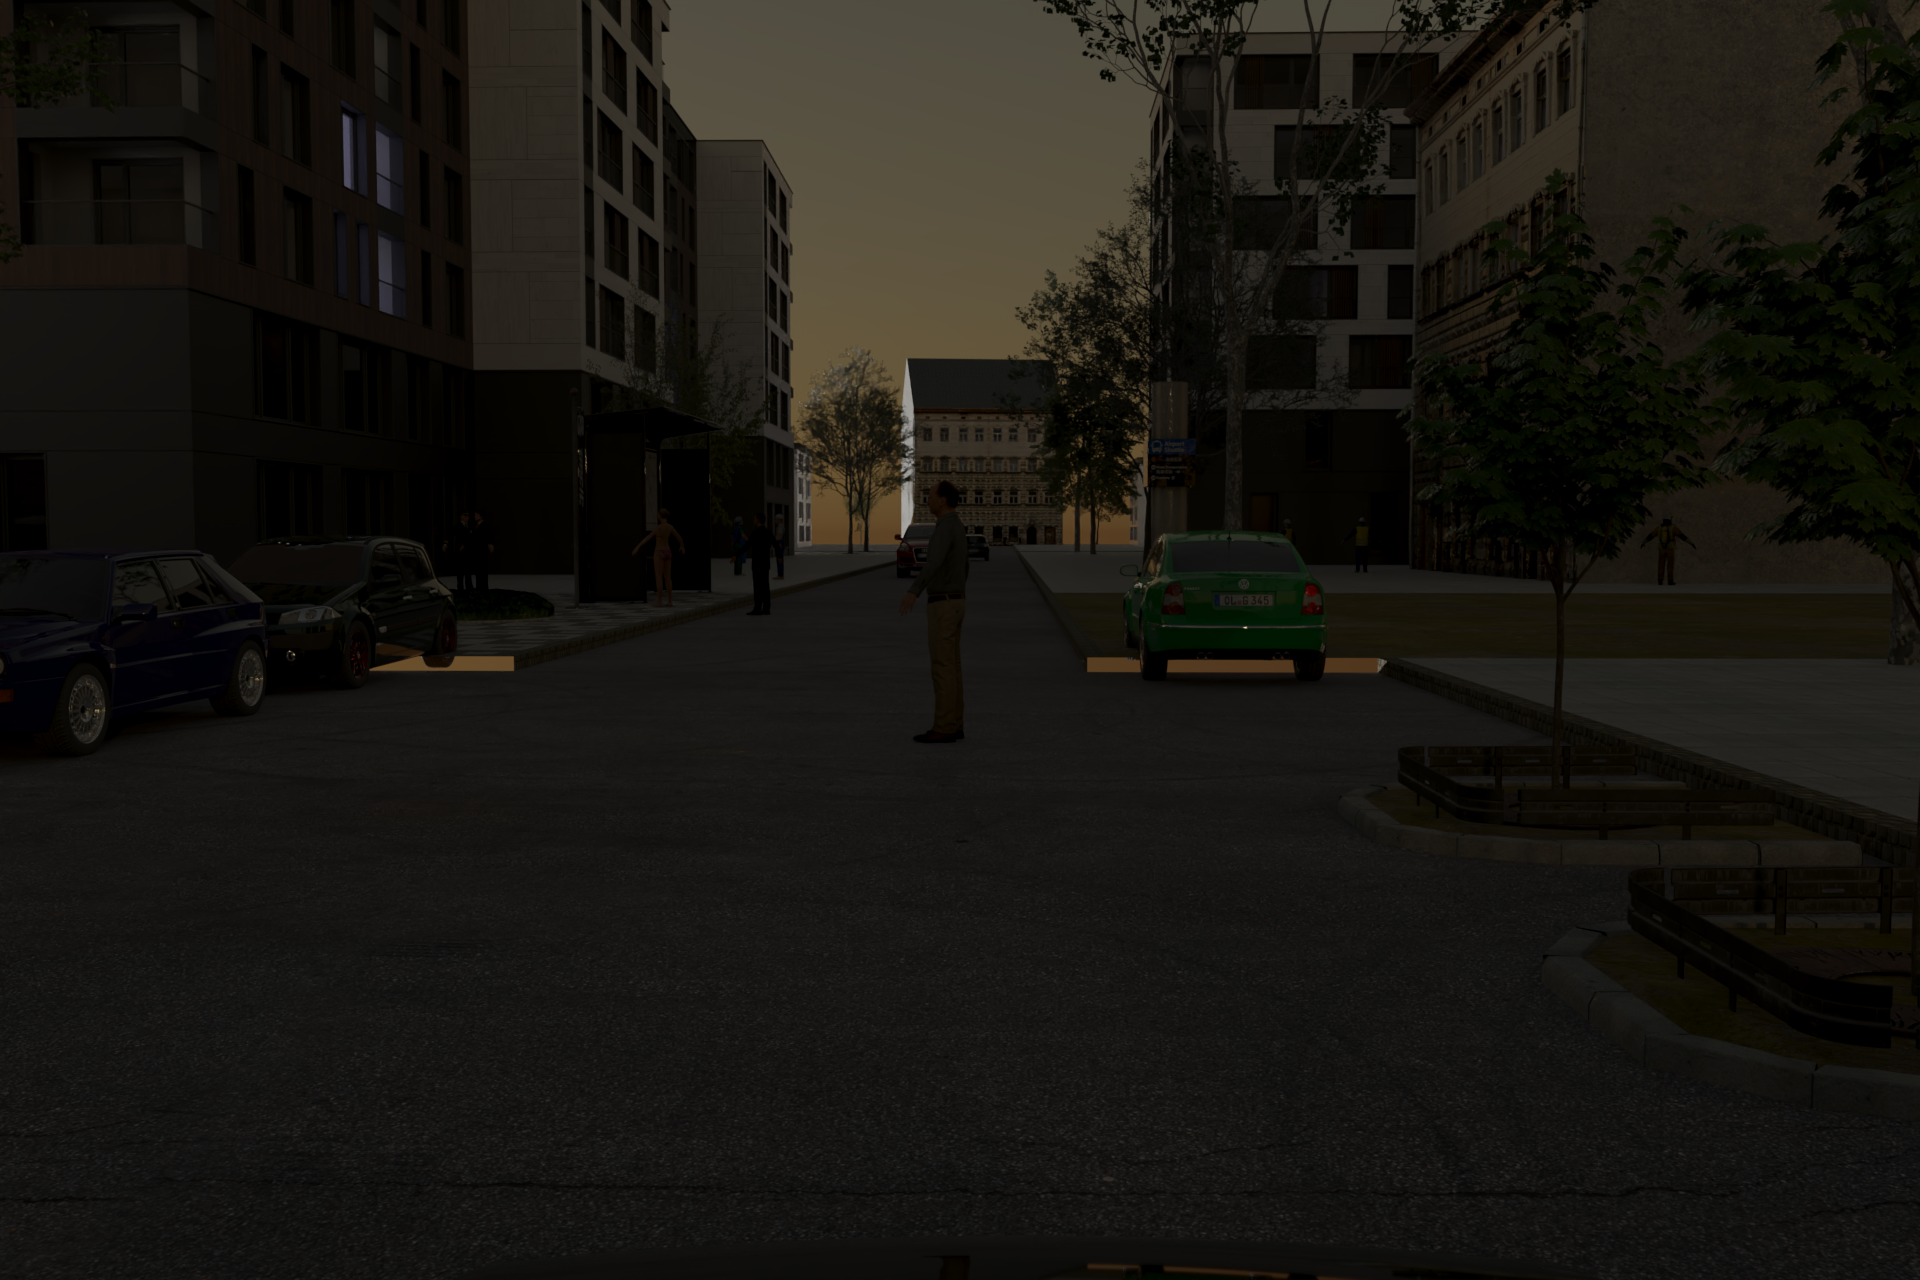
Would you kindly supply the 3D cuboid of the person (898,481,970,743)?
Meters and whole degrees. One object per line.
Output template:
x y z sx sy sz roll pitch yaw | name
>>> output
-0.128 -0.201 12.009 0.705 1.796 1.348 1 4 15 | person

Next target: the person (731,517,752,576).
-6.764 -2.879 53.192 0.704 1.817 1.347 -2 4 -32 | person

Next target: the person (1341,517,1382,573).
13.377 -3.162 57.666 1.349 1.833 0.705 0 4 6 | person

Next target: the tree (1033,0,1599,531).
7.211 -11.099 37.357 12.611 20.169 13.585 0 3 0 | tree

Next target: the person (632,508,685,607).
-5.306 -1.458 30.641 0.721 1.733 1.217 3 4 37 | person

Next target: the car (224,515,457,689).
-6.372 -0.457 17.253 2.009 1.686 4.222 0 4 2 | car

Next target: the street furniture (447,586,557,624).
-10.847 -0.527 24.240 10.072 0.657 5.734 -1 4 -11 | street furniture

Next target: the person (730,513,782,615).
-3.549 -1.344 30.661 0.704 1.802 1.346 2 4 34 | person

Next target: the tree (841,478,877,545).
-12.355 -15.993 211.851 4.737 8.622 4.395 0 3 0 | tree

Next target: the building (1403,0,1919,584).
25.346 -13.577 52.910 19.493 23.208 18.063 0 4 1 | building

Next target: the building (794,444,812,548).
-19.228 -14.115 172.935 9.099 9.664 28.070 0 4 1 | building

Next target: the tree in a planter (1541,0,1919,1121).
2.842 -0.478 5.032 1.991 3.239 1.994 0 4 1 | tree in a planter

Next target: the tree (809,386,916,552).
-6.763 -12.021 122.293 9.928 11.665 9.643 0 3 0 | tree

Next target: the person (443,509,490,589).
-11.222 -2.041 39.305 0.705 1.837 1.347 3 4 36 | person

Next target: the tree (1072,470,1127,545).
17.151 -17.005 212.441 7.601 10.594 8.767 1 4 11 | tree

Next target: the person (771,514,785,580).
-5.124 -2.634 48.929 0.705 1.847 1.347 0 4 3 | person

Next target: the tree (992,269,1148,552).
8.329 -16.329 122.871 12.611 20.169 13.585 0 3 0 | tree

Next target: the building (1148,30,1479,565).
23.255 -14.855 86.859 27.936 21.610 32.646 0 4 2 | building

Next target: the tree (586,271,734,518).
-8.572 -6.027 48.898 4.360 8.622 3.978 0 3 0 | tree

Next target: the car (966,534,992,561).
0.709 -5.087 92.955 2.009 1.686 4.222 0 4 0 | car

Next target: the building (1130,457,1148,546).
23.850 -15.087 188.814 9.099 9.664 28.070 0 4 2 | building

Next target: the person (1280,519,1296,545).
10.657 -3.084 56.881 1.216 1.772 0.721 -3 5 -42 | person

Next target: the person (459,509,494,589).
-10.305 -1.893 37.144 0.705 1.806 1.347 -3 5 -44 | person

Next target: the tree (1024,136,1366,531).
7.116 -8.817 54.531 12.009 13.543 11.850 0 3 0 | tree

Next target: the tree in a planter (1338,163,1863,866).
2.925 -0.683 8.396 1.991 3.239 1.994 0 4 1 | tree in a planter

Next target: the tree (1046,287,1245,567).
7.058 -8.073 66.413 8.767 10.594 7.601 1 4 21 | tree

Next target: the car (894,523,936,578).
-1.030 -3.034 58.280 2.281 1.827 5.304 0 4 1 | car

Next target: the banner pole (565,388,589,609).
-6.600 -2.446 30.012 0.401 3.779 0.863 0 4 3 | banner pole

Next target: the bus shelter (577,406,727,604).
-6.140 -2.676 35.039 1.731 3.624 6.357 0 4 3 | bus shelter

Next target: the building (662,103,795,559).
-24.173 -14.934 88.147 27.936 21.610 32.646 0 4 1 | building

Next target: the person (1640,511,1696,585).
17.771 -2.310 43.530 1.354 1.858 0.705 3 4 39 | person

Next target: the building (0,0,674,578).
-25.798 -12.730 52.111 27.936 21.610 32.646 0 4 2 | building

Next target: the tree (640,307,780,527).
-8.354 -6.523 57.007 4.737 8.622 4.395 0 3 0 | tree

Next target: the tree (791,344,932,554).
-6.933 -12.293 111.361 12.009 13.543 11.850 0 3 0 | tree

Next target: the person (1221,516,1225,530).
7.744 -2.693 50.164 0.705 1.813 1.348 1 4 21 | person

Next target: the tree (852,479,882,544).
-11.228 -16.279 216.519 4.360 8.622 3.978 0 3 0 | tree

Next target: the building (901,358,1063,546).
2.401 -23.393 215.868 18.063 23.208 19.493 0 4 -6 | building

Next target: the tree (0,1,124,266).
-12.323 -5.609 17.467 9.928 11.665 9.643 0 3 0 | tree

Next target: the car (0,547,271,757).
-6.460 0.012 12.377 1.945 1.354 3.894 0 4 1 | car

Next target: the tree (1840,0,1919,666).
9.575 -9.910 17.922 12.611 20.169 13.585 0 3 0 | tree

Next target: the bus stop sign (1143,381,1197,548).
3.650 -2.520 30.213 0.837 3.901 0.837 0 4 1 | bus stop sign

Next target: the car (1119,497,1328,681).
2.708 -0.584 18.339 1.959 1.807 4.718 0 4 2 | car

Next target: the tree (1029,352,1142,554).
8.002 -11.649 108.594 7.486 12.596 7.792 0 3 0 | tree

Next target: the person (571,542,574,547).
-10.561 -2.610 48.902 0.704 1.802 1.346 1 4 15 | person
